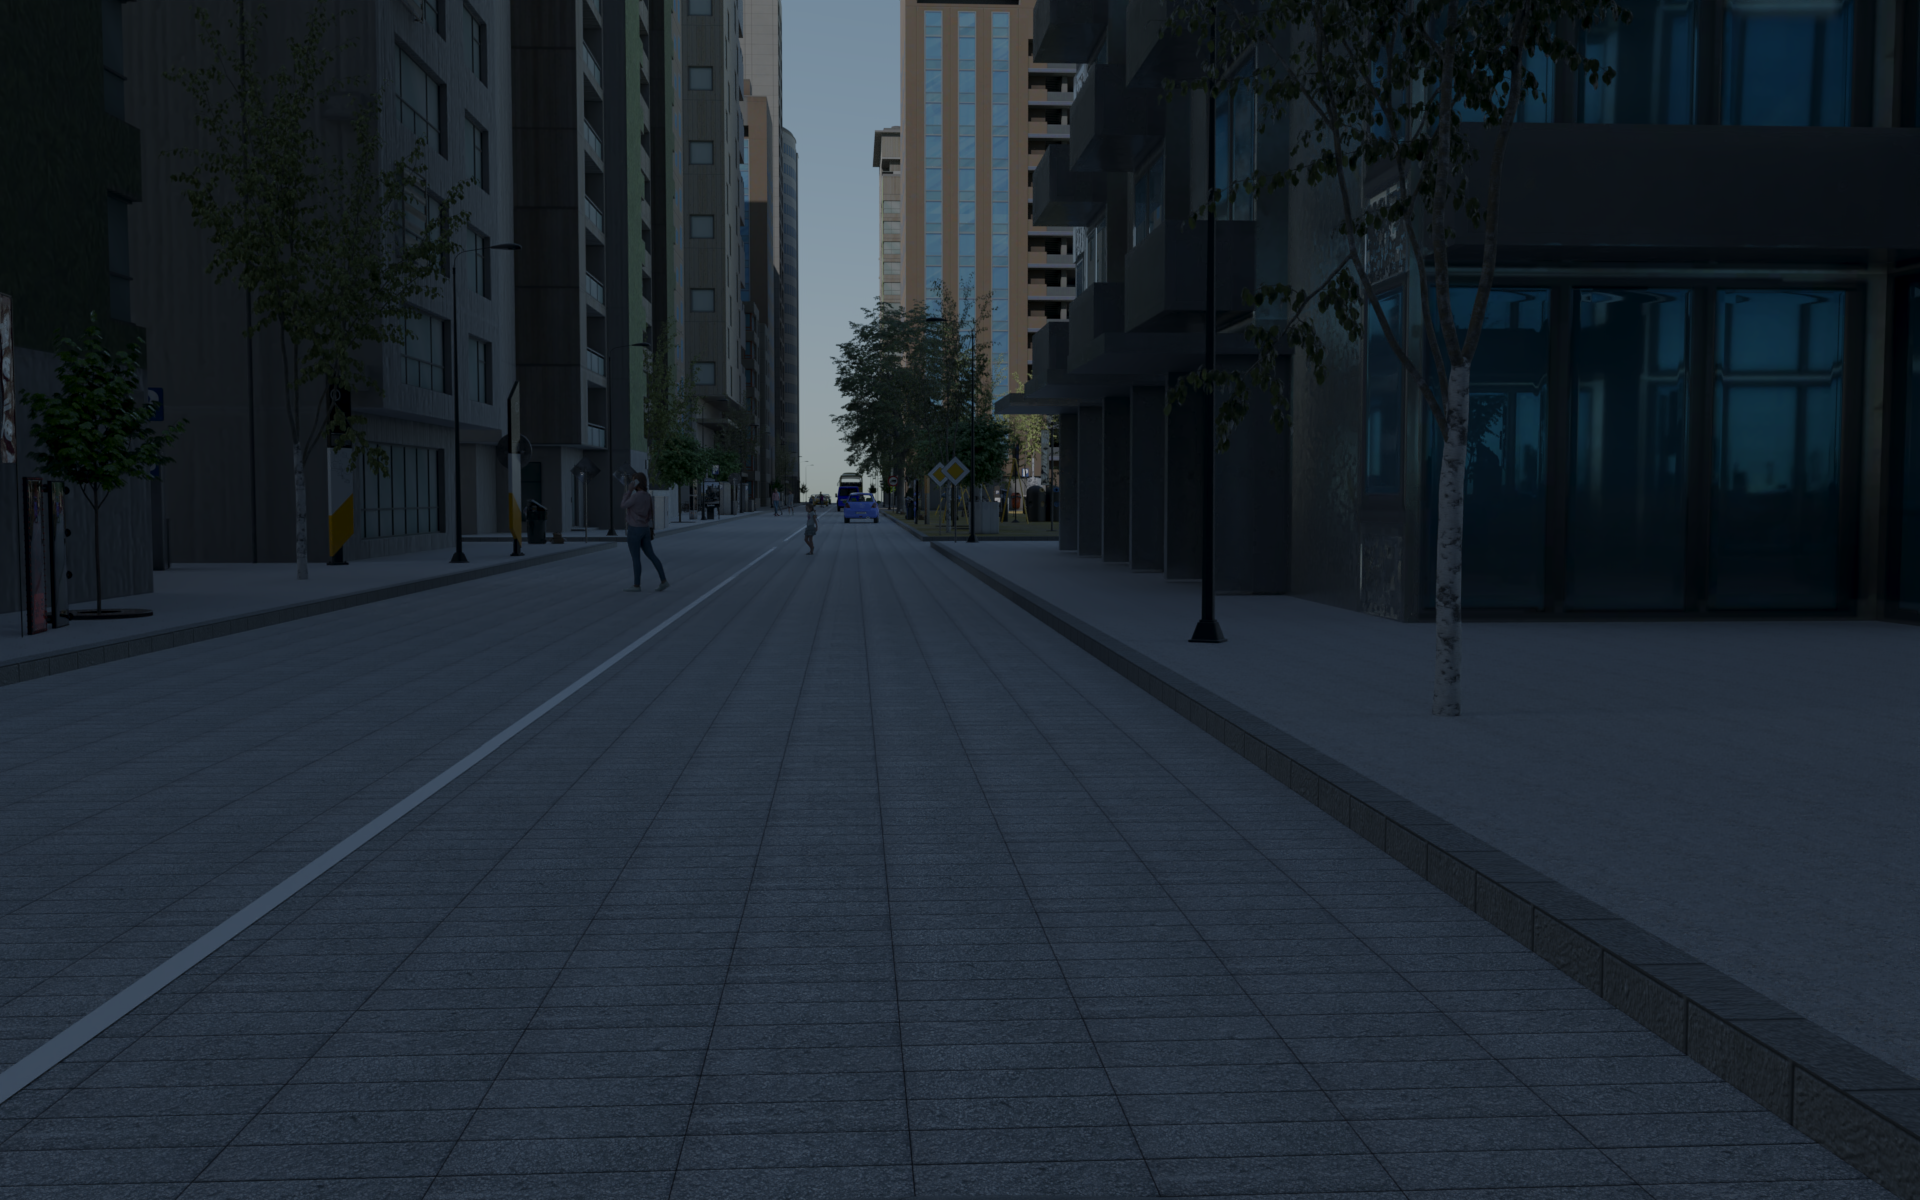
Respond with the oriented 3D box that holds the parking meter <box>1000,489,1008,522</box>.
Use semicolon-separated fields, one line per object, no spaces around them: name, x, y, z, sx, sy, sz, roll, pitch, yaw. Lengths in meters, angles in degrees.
parking meter;2.040;-4.387;80.132;0.372;1.533;0.369;0;3;0

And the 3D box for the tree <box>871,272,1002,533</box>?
tree;-0.528;-6.551;57.475;4.360;8.622;3.978;0;3;0

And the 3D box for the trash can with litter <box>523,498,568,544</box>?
trash can with litter;-10.670;-2.031;44.587;1.055;1.170;0.624;-2;4;-24

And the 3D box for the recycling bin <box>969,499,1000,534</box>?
recycling bin;0.769;-2.645;55.801;0.722;1.027;0.722;-2;4;-35

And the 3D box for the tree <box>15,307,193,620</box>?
tree;-8.909;-1.439;18.122;1.663;3.219;1.824;0;3;0

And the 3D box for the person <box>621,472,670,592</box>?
person;-4.620;-1.000;25.440;0.643;1.750;0.593;1;4;19

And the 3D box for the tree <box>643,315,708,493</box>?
tree;-12.453;-7.323;70.088;4.737;8.622;4.395;0;3;0

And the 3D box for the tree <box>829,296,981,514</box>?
tree;-3.730;-12.578;112.298;9.857;13.997;8.962;0;3;0

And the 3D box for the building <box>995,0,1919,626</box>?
building;13.139;-25.051;29.189;23.786;49.044;30.456;0;4;-4

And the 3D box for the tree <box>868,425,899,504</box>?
tree;-3.566;-10.944;129.302;4.737;8.622;4.395;0;3;0

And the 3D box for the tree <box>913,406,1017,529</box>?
tree;-0.180;-5.180;68.404;4.285;4.588;4.351;0;3;0

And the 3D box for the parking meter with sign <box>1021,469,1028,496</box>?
parking meter with sign;4.931;-7.438;117.867;0.543;3.016;1.738;-3;4;-36

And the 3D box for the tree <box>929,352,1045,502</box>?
tree;1.257;-8.465;88.762;4.737;8.622;4.395;0;3;0

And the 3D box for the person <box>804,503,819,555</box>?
person;-3.466;-1.677;40.929;0.382;1.210;0.505;-3;4;-36

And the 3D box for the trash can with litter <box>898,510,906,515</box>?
trash can with litter;-3.314;-5.916;108.110;1.055;1.170;0.624;-1;4;-16

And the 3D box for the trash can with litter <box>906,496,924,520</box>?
trash can with litter;-2.115;-4.717;88.511;0.624;1.170;1.055;-2;4;-30

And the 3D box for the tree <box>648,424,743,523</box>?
tree;-12.724;-5.771;78.068;4.285;4.588;4.351;0;3;0

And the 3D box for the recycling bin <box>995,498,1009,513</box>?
recycling bin;2.763;-6.230;114.411;0.722;1.027;0.722;2;4;26

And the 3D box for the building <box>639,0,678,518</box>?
building;-22.368;-19.399;88.867;14.160;30.474;14.107;0;4;-4

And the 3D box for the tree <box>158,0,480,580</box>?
tree;-9.659;-4.610;25.735;4.737;8.622;4.395;0;3;0

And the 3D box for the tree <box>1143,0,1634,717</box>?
tree;2.775;-3.650;10.033;4.360;8.622;3.978;0;3;0

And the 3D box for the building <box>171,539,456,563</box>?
building;-18.011;-21.646;37.504;14.086;41.232;14.154;0;4;-4

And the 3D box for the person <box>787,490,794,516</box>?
person;-11.245;-6.462;114.910;0.466;1.731;0.760;1;4;10

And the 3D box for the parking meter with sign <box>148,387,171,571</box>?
parking meter with sign;-13.586;-2.010;29.122;0.543;3.016;1.738;-1;4;-20

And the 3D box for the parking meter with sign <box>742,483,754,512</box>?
parking meter with sign;-15.440;-7.755;123.050;1.738;3.016;0.543;2;4;25

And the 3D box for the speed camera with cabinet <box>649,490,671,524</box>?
speed camera with cabinet;-13.367;-4.875;74.041;0.660;3.252;2.038;3;5;43

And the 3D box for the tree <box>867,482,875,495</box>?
tree;-13.812;-17.115;274.437;1.663;3.219;1.824;0;3;0

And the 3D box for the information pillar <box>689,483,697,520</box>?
information pillar;-13.445;-5.063;87.278;0.304;2.012;0.304;2;4;28

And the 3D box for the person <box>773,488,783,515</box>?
person;-12.569;-6.776;119.156;0.748;1.841;0.638;3;5;41

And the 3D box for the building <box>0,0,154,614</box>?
building;-17.076;-14.840;14.344;14.160;30.474;14.107;0;4;-4

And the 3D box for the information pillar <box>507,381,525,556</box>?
information pillar;-9.177;-2.712;35.689;0.183;3.616;0.504;0;4;6

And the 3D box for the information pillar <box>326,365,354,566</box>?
information pillar;-11.185;-2.438;31.214;0.183;3.616;0.504;2;4;33

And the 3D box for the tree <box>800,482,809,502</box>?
tree;-23.880;-16.575;265.608;1.663;3.219;1.824;0;3;0

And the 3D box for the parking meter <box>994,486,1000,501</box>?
parking meter;2.445;-6.693;115.145;0.399;1.863;0.255;-1;4;-10

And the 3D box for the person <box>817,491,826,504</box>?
person;-15.203;-11.054;190.018;1.217;1.735;0.721;2;4;32

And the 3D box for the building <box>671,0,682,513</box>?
building;-25.315;-28.151;110.386;14.600;45.320;14.200;0;4;-4

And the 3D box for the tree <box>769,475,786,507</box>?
tree;-18.592;-11.179;177.370;1.663;3.219;1.824;0;3;0

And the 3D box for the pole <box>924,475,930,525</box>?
pole;-1.388;-4.830;72.815;0.158;3.312;0.155;0;3;0

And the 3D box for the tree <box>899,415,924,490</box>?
tree;-1.173;-10.534;122.593;4.737;8.622;4.395;0;3;0

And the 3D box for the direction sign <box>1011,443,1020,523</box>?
direction sign;2.499;-5.249;77.818;0.379;3.537;0.876;-1;4;-16

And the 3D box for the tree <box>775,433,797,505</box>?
tree;-20.943;-15.520;204.111;4.360;8.622;3.978;0;3;0

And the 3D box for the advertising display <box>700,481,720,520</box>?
advertising display;-12.564;-5.012;87.154;0.974;1.923;0.123;-1;4;-15

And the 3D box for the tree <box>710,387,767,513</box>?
tree;-15.297;-10.330;119.264;4.360;8.622;3.978;0;3;0

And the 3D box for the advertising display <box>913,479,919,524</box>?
advertising display;-1.881;-4.206;73.986;0.123;1.923;0.974;0;4;-7

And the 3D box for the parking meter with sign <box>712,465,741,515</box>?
parking meter with sign;-14.273;-6.665;105.234;0.543;3.016;1.738;2;4;33

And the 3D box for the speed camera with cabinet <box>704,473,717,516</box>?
speed camera with cabinet;-14.453;-6.489;100.438;0.660;3.252;2.038;-1;4;-12

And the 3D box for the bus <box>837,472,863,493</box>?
bus;-12.394;-12.512;196.124;2.896;3.916;12.252;0;4;-5

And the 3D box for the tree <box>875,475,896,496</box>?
tree;-6.642;-10.012;158.291;1.663;3.219;1.824;0;3;0

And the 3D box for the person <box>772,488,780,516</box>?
person;-11.918;-6.332;112.030;0.555;1.821;0.388;-3;4;-39

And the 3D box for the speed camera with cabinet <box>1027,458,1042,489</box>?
speed camera with cabinet;4.714;-6.193;95.588;2.038;3.252;0.660;3;4;36

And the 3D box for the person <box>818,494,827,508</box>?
person;-14.185;-10.208;178.622;0.991;1.433;0.599;-1;4;-20

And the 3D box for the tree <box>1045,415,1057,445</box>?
tree;3.856;-9.150;99.969;4.737;8.622;4.395;0;3;0
